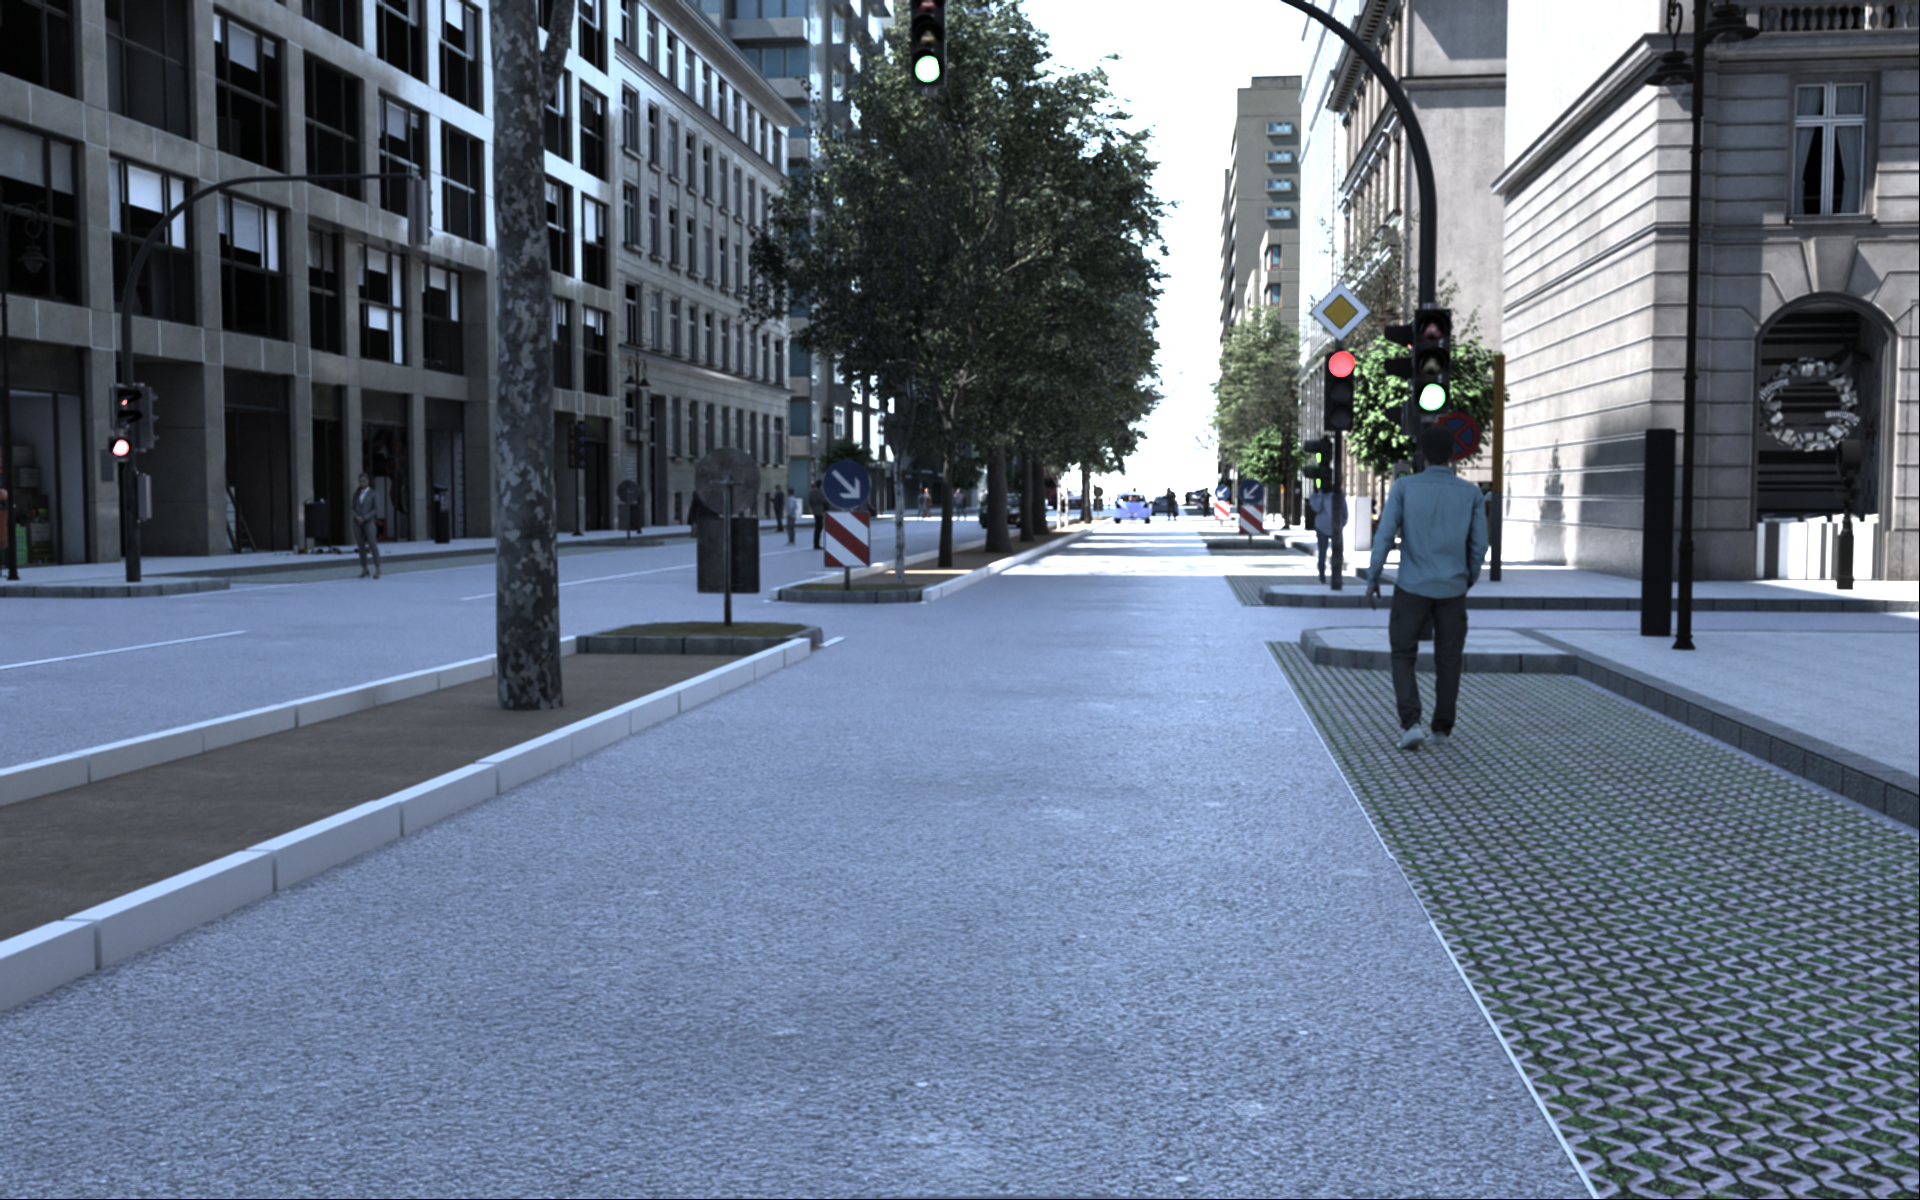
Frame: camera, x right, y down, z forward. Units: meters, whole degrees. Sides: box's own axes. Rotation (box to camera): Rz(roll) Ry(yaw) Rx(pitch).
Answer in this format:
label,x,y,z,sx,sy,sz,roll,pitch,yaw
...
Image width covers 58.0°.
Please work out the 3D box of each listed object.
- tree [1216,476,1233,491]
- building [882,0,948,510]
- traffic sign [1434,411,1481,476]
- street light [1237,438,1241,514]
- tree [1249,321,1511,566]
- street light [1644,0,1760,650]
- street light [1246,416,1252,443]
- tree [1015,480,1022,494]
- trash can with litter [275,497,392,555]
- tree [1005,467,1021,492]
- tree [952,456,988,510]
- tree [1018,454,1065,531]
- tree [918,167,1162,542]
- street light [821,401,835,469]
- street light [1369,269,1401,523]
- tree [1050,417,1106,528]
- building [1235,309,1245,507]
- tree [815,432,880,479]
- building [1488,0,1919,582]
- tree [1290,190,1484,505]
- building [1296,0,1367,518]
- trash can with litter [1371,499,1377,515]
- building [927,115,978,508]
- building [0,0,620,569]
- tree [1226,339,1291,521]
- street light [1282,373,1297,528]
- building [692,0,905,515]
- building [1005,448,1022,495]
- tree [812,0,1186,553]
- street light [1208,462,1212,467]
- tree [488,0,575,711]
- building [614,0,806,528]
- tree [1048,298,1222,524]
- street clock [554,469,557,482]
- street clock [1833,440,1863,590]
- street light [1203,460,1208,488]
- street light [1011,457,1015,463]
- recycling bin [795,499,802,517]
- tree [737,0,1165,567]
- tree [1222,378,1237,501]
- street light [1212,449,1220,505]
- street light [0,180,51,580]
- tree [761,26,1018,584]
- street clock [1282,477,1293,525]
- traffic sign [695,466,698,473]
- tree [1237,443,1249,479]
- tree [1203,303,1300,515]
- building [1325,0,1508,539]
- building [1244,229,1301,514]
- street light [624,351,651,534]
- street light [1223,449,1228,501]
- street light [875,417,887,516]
label,x,y,z,sx,sy,sz,roll,pitch,yaw
tree,24.846,-10.401,164.652,1.663,3.219,1.824,0,3,0
building,-15.679,-34.046,145.895,28.713,52.752,27.495,0,4,7
traffic sign,7.606,-1.626,26.693,0.768,2.556,0.104,1,4,14
street light,18.255,-8.603,113.441,0.468,5.910,1.993,0,4,7
tree,8.254,-2.915,31.380,4.285,4.588,4.351,0,3,0
street light,5.993,-2.531,14.165,0.468,5.910,1.993,0,4,7
street light,15.999,-7.500,95.420,0.468,5.910,1.993,0,4,7
tree,7.236,-12.474,198.552,1.663,3.219,1.824,0,3,0
trash can with litter,-13.400,-1.595,37.137,2.233,1.210,1.678,0,4,-7
tree,4.026,-11.769,176.140,4.285,4.588,4.351,0,3,0
tree,0.373,-9.826,144.372,4.285,4.588,4.351,0,3,0
tree,3.875,-7.020,67.601,4.737,8.622,4.395,0,3,0
tree,2.049,-7.976,50.995,7.486,12.596,7.792,0,3,0
street light,-6.547,-6.918,85.899,0.468,5.910,1.993,0,4,7
street light,8.737,-3.849,35.719,0.468,5.910,1.993,0,4,7
tree,4.485,-7.302,72.201,4.360,8.622,3.978,0,3,0
building,39.125,-18.931,154.566,27.650,21.520,28.899,0,4,7
tree,-5.932,-6.596,91.563,4.285,4.588,4.351,0,3,0
building,22.202,-11.453,29.058,24.055,21.916,13.314,0,4,7
tree,10.338,-5.601,41.933,4.360,8.622,3.978,0,3,0
building,22.541,-18.582,81.306,11.434,29.767,29.804,0,4,7
trash can with litter,10.235,-2.011,44.269,0.624,1.170,1.055,-1,4,-9
building,-6.052,-29.503,165.968,14.154,41.232,14.086,0,4,7
building,-23.762,-14.734,45.425,19.350,26.468,34.151,0,4,7
tree,14.674,-8.113,83.014,4.360,8.622,3.978,0,3,0
street light,12.427,-5.664,65.402,0.468,5.910,1.993,0,4,7
building,-16.760,-30.369,116.139,23.786,49.044,30.456,0,4,7
building,1.097,-33.020,223.465,14.154,41.232,14.086,0,4,7
tree,0.942,-8.118,41.846,9.857,13.997,8.962,0,3,0
street light,28.567,-13.630,195.645,0.468,5.910,1.993,0,4,7
tree,-1.776,-9.274,9.983,12.611,20.169,13.585,0,3,0
building,-17.870,-14.912,77.094,16.112,22.955,30.059,0,4,7
tree,6.043,-10.330,81.726,12.009,13.543,11.850,0,3,0
street clock,-11.300,-2.631,47.589,0.471,2.002,0.358,3,5,43
street clock,11.847,-1.135,23.131,0.358,2.002,0.471,1,4,17
street light,32.243,-15.479,225.867,0.468,5.910,1.993,0,4,7
street light,5.673,-12.988,185.144,0.468,5.910,1.993,0,4,7
recycling bin,-9.391,-5.220,97.907,0.722,1.027,0.722,2,4,25
tree,-0.356,-5.883,33.063,8.767,10.594,7.601,0,4,7
tree,27.981,-16.632,182.304,12.009,13.543,11.850,0,3,0
street light,25.717,-12.247,173.033,0.468,5.910,1.993,0,4,7
street light,-14.135,-3.235,25.678,0.468,5.910,1.993,0,4,7
tree,-0.970,-4.542,27.083,4.360,8.622,3.978,0,3,0
street clock,13.624,-4.124,72.005,0.358,2.002,0.471,-2,4,-34
traffic sign,-9.327,-3.717,62.901,0.606,2.300,0.079,1,4,15
tree,14.301,-5.802,78.582,4.285,4.588,4.351,0,3,0
tree,17.984,-11.356,103.790,7.486,12.596,7.792,0,3,0
building,18.238,-11.793,57.444,10.561,19.102,19.286,0,4,7
building,35.506,-17.181,125.949,27.650,21.520,28.899,0,4,7
street light,-10.391,-5.085,55.921,0.468,5.910,1.993,0,4,7
street light,22.025,-10.432,143.350,0.468,5.910,1.993,0,4,7
street light,-4.638,-7.899,101.936,0.468,5.910,1.993,0,4,7
